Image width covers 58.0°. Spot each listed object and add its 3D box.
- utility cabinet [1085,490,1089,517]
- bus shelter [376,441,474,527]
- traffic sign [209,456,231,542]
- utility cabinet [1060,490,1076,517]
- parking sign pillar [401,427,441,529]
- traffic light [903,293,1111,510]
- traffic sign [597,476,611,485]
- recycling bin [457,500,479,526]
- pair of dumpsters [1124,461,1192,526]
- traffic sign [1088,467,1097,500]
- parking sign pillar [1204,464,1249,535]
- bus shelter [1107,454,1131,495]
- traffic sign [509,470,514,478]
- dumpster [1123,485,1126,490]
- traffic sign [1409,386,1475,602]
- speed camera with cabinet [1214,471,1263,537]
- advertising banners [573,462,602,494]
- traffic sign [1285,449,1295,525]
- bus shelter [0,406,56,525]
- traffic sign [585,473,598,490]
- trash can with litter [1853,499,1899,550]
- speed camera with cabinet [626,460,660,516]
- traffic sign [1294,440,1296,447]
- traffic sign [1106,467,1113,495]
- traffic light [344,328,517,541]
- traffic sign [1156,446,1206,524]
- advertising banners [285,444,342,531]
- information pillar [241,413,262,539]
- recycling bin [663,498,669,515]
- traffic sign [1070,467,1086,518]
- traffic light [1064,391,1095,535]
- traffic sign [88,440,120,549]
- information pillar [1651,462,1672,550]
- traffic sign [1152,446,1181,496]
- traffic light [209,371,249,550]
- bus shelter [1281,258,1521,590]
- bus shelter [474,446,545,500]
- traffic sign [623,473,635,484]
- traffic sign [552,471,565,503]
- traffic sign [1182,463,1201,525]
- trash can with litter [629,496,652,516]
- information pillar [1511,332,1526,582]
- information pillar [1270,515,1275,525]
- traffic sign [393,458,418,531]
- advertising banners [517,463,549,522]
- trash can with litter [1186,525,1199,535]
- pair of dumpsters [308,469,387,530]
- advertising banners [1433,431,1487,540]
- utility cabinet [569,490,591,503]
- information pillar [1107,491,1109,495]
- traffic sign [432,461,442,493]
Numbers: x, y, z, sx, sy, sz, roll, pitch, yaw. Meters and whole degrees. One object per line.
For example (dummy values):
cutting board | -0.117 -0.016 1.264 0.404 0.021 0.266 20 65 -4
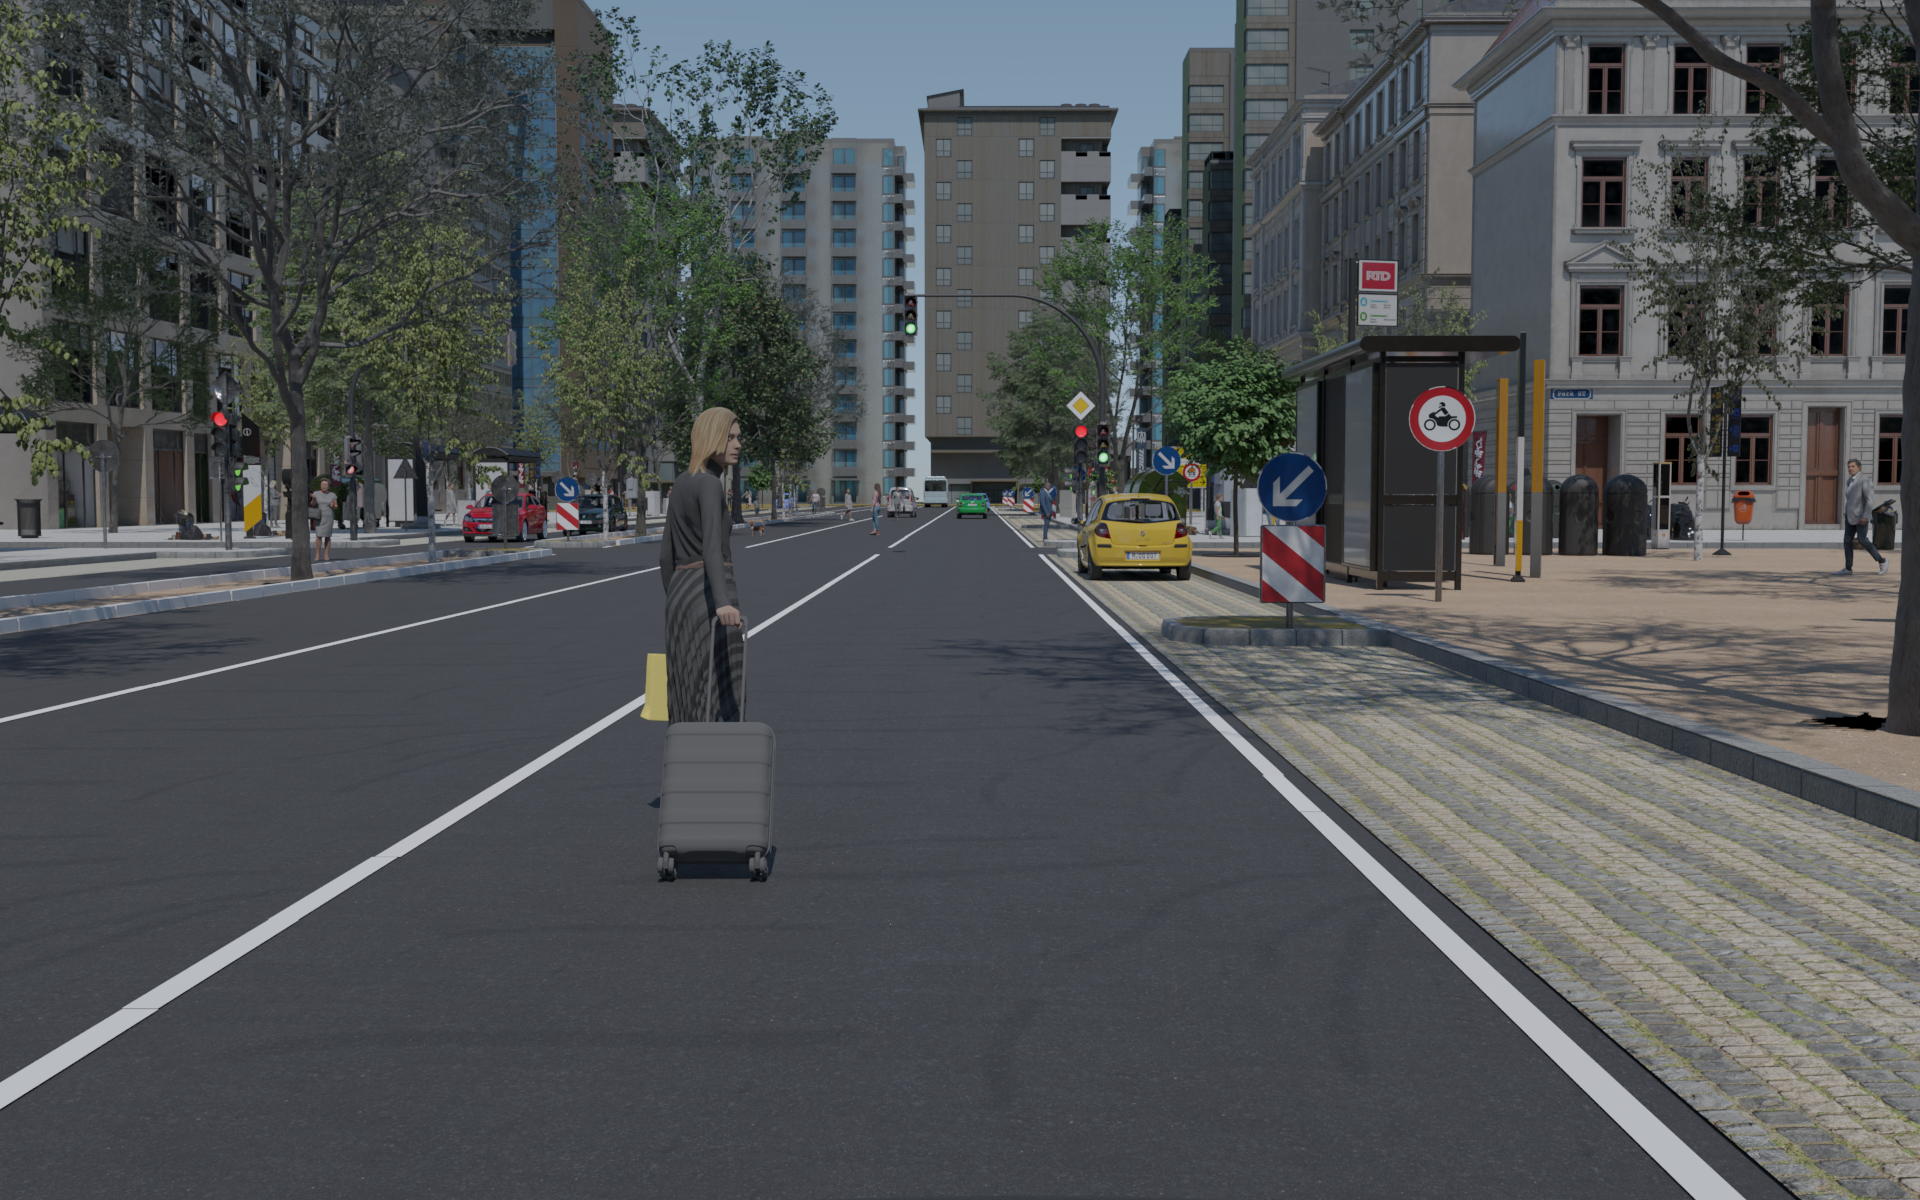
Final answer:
utility cabinet | 7.214 -5.251 94.540 0.318 1.500 1.173 2 4 32
bus shelter | -21.386 -4.609 69.285 2.014 3.302 5.546 0 4 1
traffic sign | -19.956 -2.728 46.728 0.606 2.300 0.079 0 4 5
utility cabinet | 6.067 -5.423 97.337 0.318 1.500 1.173 -2 4 -32
parking sign pillar | -20.038 -4.637 64.283 1.447 3.967 1.447 -1 4 -23
traffic light | 1.114 -3.954 39.315 4.771 5.953 1.251 0 4 1
traffic sign | -21.398 -6.368 104.118 0.884 2.594 0.081 0 4 1
recycling bin | -19.512 -3.445 68.882 0.722 1.027 0.722 0 4 7
pair of dumpsters | 5.633 -2.870 49.415 1.574 2.255 4.437 0 4 1
traffic sign | 6.056 -4.700 76.946 0.768 2.556 0.104 1 4 10
parking sign pillar | 8.414 -4.033 54.414 1.447 3.967 1.447 0 4 -2
bus shelter | 9.003 -6.767 101.922 1.731 3.624 6.357 0 4 0
traffic sign | -21.484 -5.030 82.250 0.884 2.594 0.081 0 4 4
dumpster | 5.767 -2.943 53.870 1.264 1.857 1.865 0 4 1
traffic sign | 5.698 -1.251 20.552 0.768 2.556 0.104 0 4 6
speed camera with cabinet | 8.409 -3.552 52.407 0.660 3.252 2.038 -1 4 -20
advertising banners | -20.195 -5.957 93.585 2.074 3.025 0.090 2 4 27
traffic sign | 7.572 -2.442 40.037 0.768 2.556 0.104 0 4 4
bus shelter | -21.940 -2.658 37.382 2.014 3.302 5.546 0 4 1
traffic sign | -22.096 -6.340 103.771 0.768 2.556 0.104 0 4 3
trash can with litter | 20.983 -1.741 39.851 1.055 1.170 0.624 3 5 45
speed camera with cabinet | -18.628 -6.576 101.853 2.038 3.252 0.660 2 4 27
traffic sign | 6.621 -1.973 32.361 0.768 2.556 0.104 0 4 3
traffic sign | 6.802 -4.919 80.433 0.884 2.594 0.081 0 4 4
traffic light | -14.587 -4.461 47.606 4.771 5.953 1.251 0 4 1
traffic sign | 9.498 -4.895 73.908 2.265 3.308 0.079 0 4 3
advertising banners | -22.533 -3.936 60.540 2.074 3.025 0.090 -3 4 -38
information pillar | -20.349 -3.571 49.737 0.504 3.616 0.183 -1 4 -19
recycling bin | -18.108 -5.852 108.232 0.722 1.027 0.722 -2 4 -27
traffic sign | 5.399 -4.849 79.393 0.768 2.556 0.104 0 4 1
traffic light | 3.281 -3.578 47.422 0.839 4.253 0.868 0 4 1
traffic sign | -20.104 -2.481 40.667 0.768 2.556 0.104 0 4 3
information pillar | 16.244 -2.179 40.121 0.304 2.012 0.304 0 4 -6
traffic sign | 5.518 -2.827 46.322 0.768 2.556 0.104 0 4 2
traffic light | -16.753 -3.100 39.605 0.839 4.253 0.868 0 4 1
bus shelter | 6.401 -3.031 27.195 2.179 5.291 8.768 0 4 1
bus shelter | -19.933 -5.030 76.165 2.014 3.302 5.546 0 4 1
traffic sign | -19.884 -6.364 104.161 0.768 2.556 0.104 1 4 10
traffic sign | -22.325 -5.881 96.260 0.768 2.556 0.104 0 4 4
traffic sign | 9.478 -4.330 70.904 0.768 2.556 0.104 0 4 2
trash can with litter | -18.711 -5.455 100.239 2.233 1.210 1.678 0 4 -3
information pillar | 8.187 -2.078 25.324 0.183 3.616 0.504 1 4 14
information pillar | 9.875 -3.872 54.657 0.183 3.616 0.504 0 4 1
traffic sign | -19.231 -3.674 60.073 0.884 2.594 0.081 0 4 5
advertising banners | -19.689 -5.113 79.782 2.074 3.025 0.090 2 4 34
trash can with litter | 7.018 -2.630 54.389 1.055 1.170 0.624 2 4 35
pair of dumpsters | -22.721 -3.774 64.196 1.574 2.255 4.437 0 4 0
advertising banners | 14.043 -3.218 48.800 0.090 3.025 2.074 -2 4 -29
utility cabinet | -20.338 -5.128 92.522 1.173 1.500 0.318 -2 4 -28
information pillar | 7.926 -5.510 94.582 0.304 2.012 0.304 -1 4 -15
traffic sign | -19.982 -4.008 65.638 0.768 2.556 0.104 0 4 8
